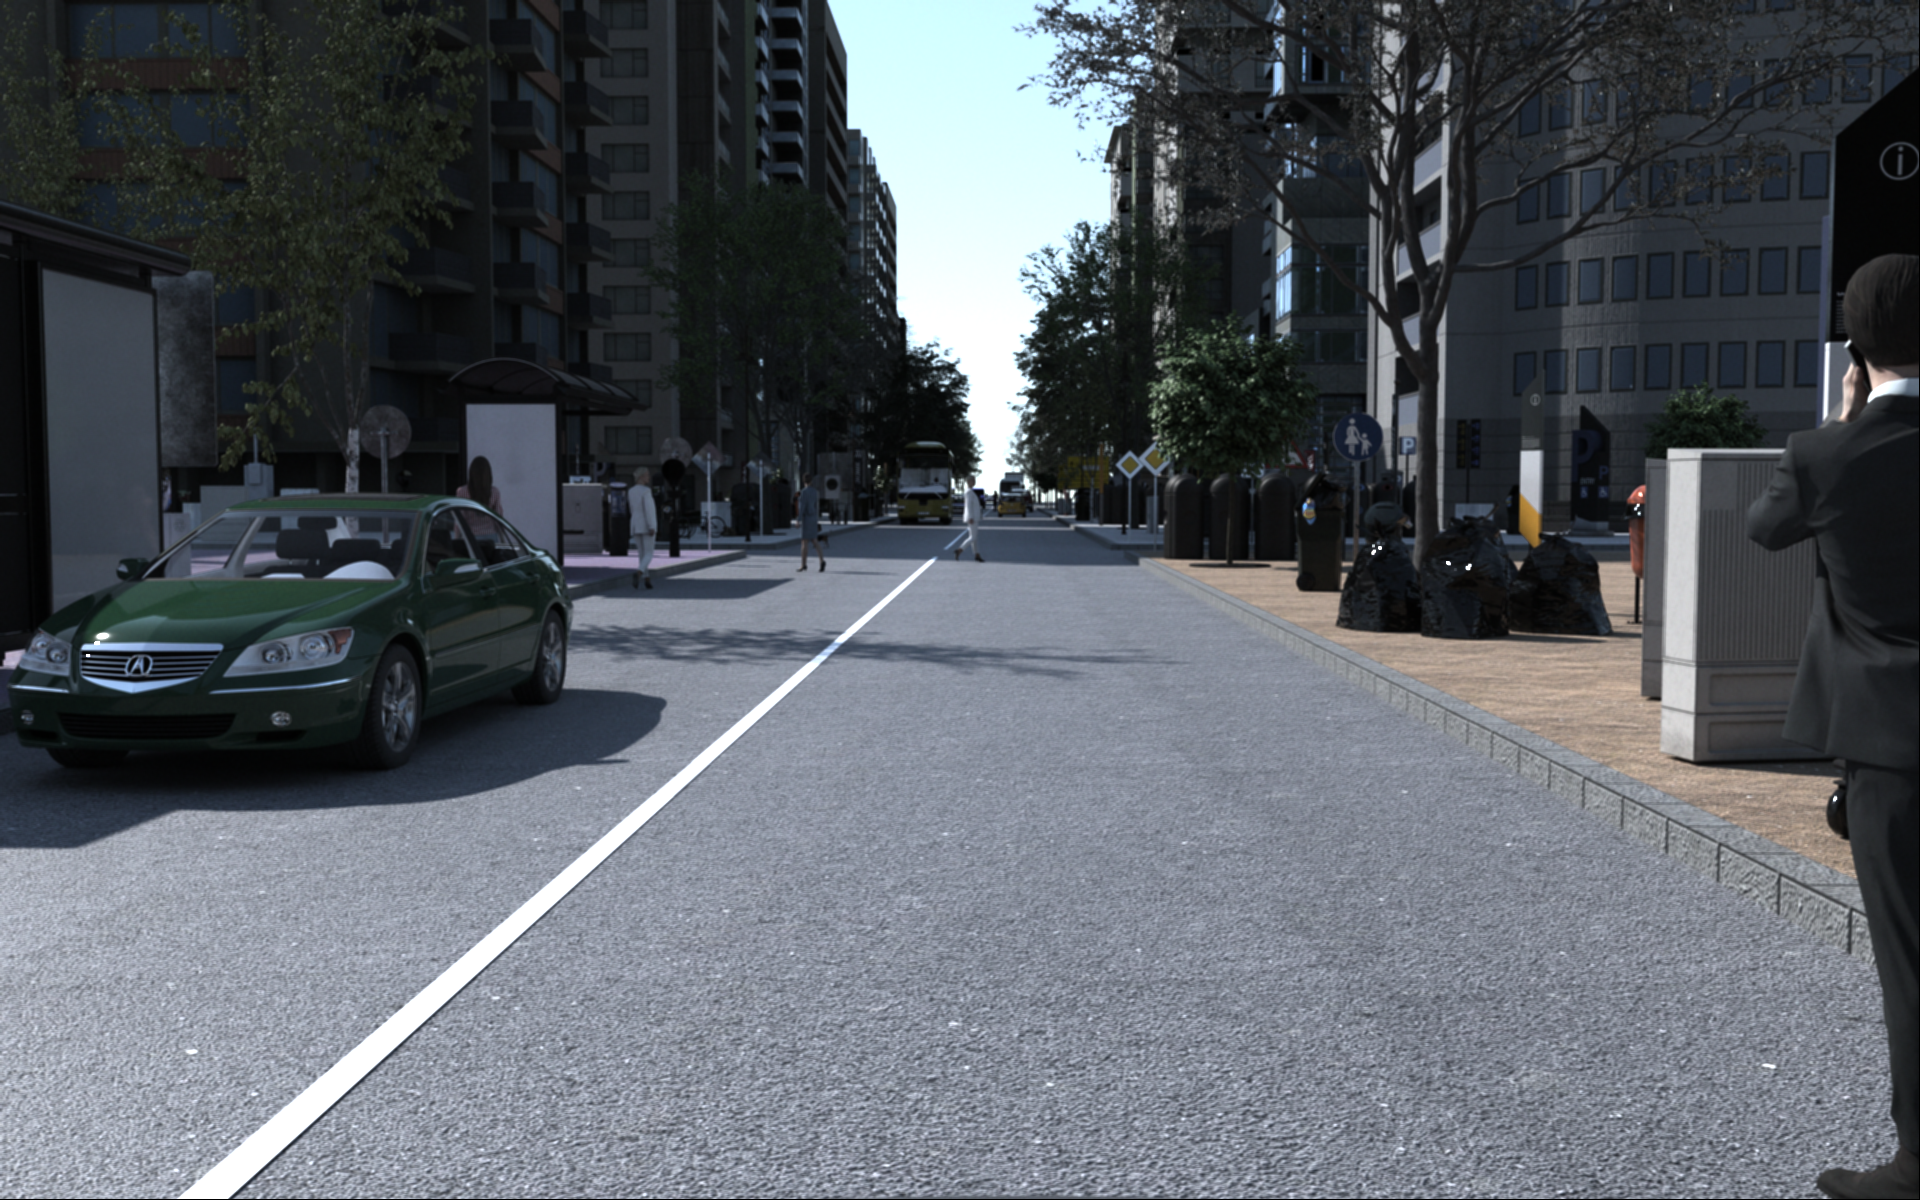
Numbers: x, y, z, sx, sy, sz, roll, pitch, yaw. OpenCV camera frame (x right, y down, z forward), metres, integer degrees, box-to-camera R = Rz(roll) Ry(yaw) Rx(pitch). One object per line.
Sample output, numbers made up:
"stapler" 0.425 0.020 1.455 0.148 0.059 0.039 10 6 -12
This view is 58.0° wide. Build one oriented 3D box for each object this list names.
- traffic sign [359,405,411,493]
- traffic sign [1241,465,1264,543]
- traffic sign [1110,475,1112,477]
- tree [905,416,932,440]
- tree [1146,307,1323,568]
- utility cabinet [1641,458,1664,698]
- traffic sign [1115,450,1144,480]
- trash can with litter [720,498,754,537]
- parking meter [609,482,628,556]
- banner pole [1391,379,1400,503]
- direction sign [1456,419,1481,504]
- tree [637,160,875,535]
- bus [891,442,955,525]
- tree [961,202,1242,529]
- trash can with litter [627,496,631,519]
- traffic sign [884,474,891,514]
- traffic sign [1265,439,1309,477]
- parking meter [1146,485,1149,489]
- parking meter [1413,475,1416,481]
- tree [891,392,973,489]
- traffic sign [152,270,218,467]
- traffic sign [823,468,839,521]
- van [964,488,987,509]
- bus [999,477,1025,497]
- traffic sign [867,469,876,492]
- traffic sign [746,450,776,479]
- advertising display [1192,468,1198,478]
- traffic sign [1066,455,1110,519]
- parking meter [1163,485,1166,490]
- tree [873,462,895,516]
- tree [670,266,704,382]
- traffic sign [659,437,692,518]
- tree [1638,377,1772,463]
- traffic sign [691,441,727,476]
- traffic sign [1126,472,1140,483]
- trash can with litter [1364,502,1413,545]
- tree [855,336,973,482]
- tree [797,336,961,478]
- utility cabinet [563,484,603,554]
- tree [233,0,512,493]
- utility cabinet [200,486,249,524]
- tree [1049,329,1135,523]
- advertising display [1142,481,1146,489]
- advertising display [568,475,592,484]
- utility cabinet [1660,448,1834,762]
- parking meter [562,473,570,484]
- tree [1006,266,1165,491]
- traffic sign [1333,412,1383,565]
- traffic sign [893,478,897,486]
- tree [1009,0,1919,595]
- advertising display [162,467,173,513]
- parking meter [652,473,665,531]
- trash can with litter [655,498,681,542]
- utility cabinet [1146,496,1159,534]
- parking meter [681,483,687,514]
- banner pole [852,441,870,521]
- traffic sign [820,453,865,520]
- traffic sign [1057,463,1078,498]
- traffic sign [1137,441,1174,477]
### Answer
"traffic sign" -8.240 -1.512 24.820 0.768 2.556 0.104 0 4 3
"traffic sign" 7.571 -2.615 44.878 0.606 2.300 0.079 0 4 5
"traffic sign" 9.187 -6.631 108.521 0.768 2.556 0.104 1 4 11
"tree" -3.582 -12.297 151.410 4.360 8.622 3.978 0 3 0
"tree" 4.761 -2.864 30.546 4.285 4.588 4.351 0 3 0
"utility cabinet" 4.699 -0.151 11.155 0.318 1.500 1.173 2 4 34
"traffic sign" 4.498 -2.660 45.687 0.795 2.593 0.064 0 4 2
"trash can with litter" -6.747 -2.507 52.374 0.624 1.170 1.055 2 4 30
"parking meter" -7.079 -1.680 35.878 0.372 1.533 0.369 0 3 0
"banner pole" 9.526 -2.934 37.991 0.401 3.779 0.863 0 4 5
"direction sign" 15.444 -3.710 52.659 0.379 3.537 0.876 -2 4 -33
"tree" -6.140 -7.856 54.199 9.928 11.665 9.643 0 3 0
"bus" -1.611 -5.703 84.787 2.896 3.916 12.252 0 4 1
"tree" 6.244 -8.415 63.335 9.928 11.665 9.643 0 3 0
"trash can with litter" -12.887 -3.337 65.624 2.233 1.210 1.678 2 4 33
"traffic sign" -4.753 -6.731 110.060 0.884 2.594 0.081 1 4 10
"traffic sign" 6.721 -2.181 35.668 0.884 2.594 0.081 1 4 8
"parking meter" 12.012 -6.523 112.368 0.399 1.863 0.255 1 4 17
"parking meter" 14.083 -2.897 53.076 0.255 1.863 0.399 -1 4 -21
"tree" -3.264 -16.007 178.716 9.611 12.733 9.660 0 3 0
"traffic sign" -7.904 -1.351 15.957 2.265 3.308 0.079 1 4 9
"traffic sign" -6.203 -5.091 83.339 0.768 2.556 0.104 0 4 7
"van" 1.522 -10.079 169.172 2.240 2.365 5.245 0 3 0
"bus" 6.315 -13.255 211.574 2.948 3.499 13.247 0 4 3
"traffic sign" -4.874 -5.564 90.983 0.884 2.594 0.081 0 4 7
"traffic sign" -5.292 -2.678 45.980 0.795 2.593 0.064 0 4 2
"advertising display" 5.123 -1.996 37.849 0.123 1.923 0.974 0 4 7
"traffic sign" 6.714 -5.927 90.778 2.265 3.308 0.079 1 4 10
"parking meter" 12.636 -6.135 106.020 0.399 1.863 0.255 -2 4 -26
"tree" -4.723 -6.657 103.436 1.663 3.219 1.824 0 3 0
"tree" -6.212 -9.624 67.715 12.009 13.543 11.850 0 3 0
"traffic sign" -6.325 -2.348 38.502 0.768 2.556 0.104 1 4 10
"tree" 20.869 -3.972 48.655 4.285 4.588 4.351 0 3 0
"traffic sign" -5.515 -2.190 37.998 0.795 2.593 0.064 0 4 2
"traffic sign" 8.450 -5.194 85.026 0.768 2.556 0.104 0 4 3
"trash can with litter" 6.005 -0.807 24.589 0.624 1.170 1.055 2 4 27
"tree" -3.658 -14.261 139.829 9.857 13.997 8.962 0 3 0
"tree" -5.021 -9.913 96.484 8.767 10.594 7.601 -1 4 -9
"utility cabinet" -8.146 -1.703 36.531 1.173 1.500 0.318 -1 4 -9
"tree" -7.070 -4.225 19.440 4.737 8.622 4.395 0 3 0
"utility cabinet" -19.680 -2.307 46.404 1.173 1.500 0.318 0 4 -4
"tree" 5.926 -7.797 77.841 4.737 8.622 4.395 0 3 0
"advertising display" 9.440 -5.116 88.860 0.123 1.923 0.974 1 4 12
"advertising display" -12.768 -3.223 57.917 0.974 1.923 0.123 -2 4 -32
"utility cabinet" 4.019 0.021 8.341 1.173 1.500 0.318 -1 4 -9
"parking meter" -10.652 -2.488 46.389 0.255 1.863 0.399 3 5 39
"tree" 7.467 -11.701 97.969 9.857 13.997 8.962 0 3 0
"traffic sign" 6.187 -1.645 27.007 0.768 2.556 0.104 0 4 3
"traffic sign" -4.234 -7.276 118.964 0.884 2.594 0.081 1 4 8
"tree" 5.157 -6.647 19.050 12.009 13.543 11.850 0 3 0
"advertising display" -15.227 -1.709 33.149 0.123 1.923 0.974 -1 4 -14
"parking meter" -8.375 -2.593 48.099 0.255 1.863 0.399 0 4 7
"trash can with litter" -8.002 -2.147 46.492 1.055 1.170 0.624 3 4 38
"utility cabinet" 6.262 -2.767 56.398 0.306 1.237 1.020 0 3 0
"parking meter" -14.882 -5.354 93.249 0.255 1.863 0.399 0 4 2
"banner pole" -4.682 -5.627 82.019 0.863 3.779 0.401 0 4 -3
"traffic sign" -5.770 -5.571 84.965 2.265 3.308 0.079 1 4 8
"traffic sign" 7.348 -7.165 111.012 2.265 3.308 0.079 0 4 5
"traffic sign" 4.275 -2.172 37.705 0.795 2.593 0.064 0 4 2
